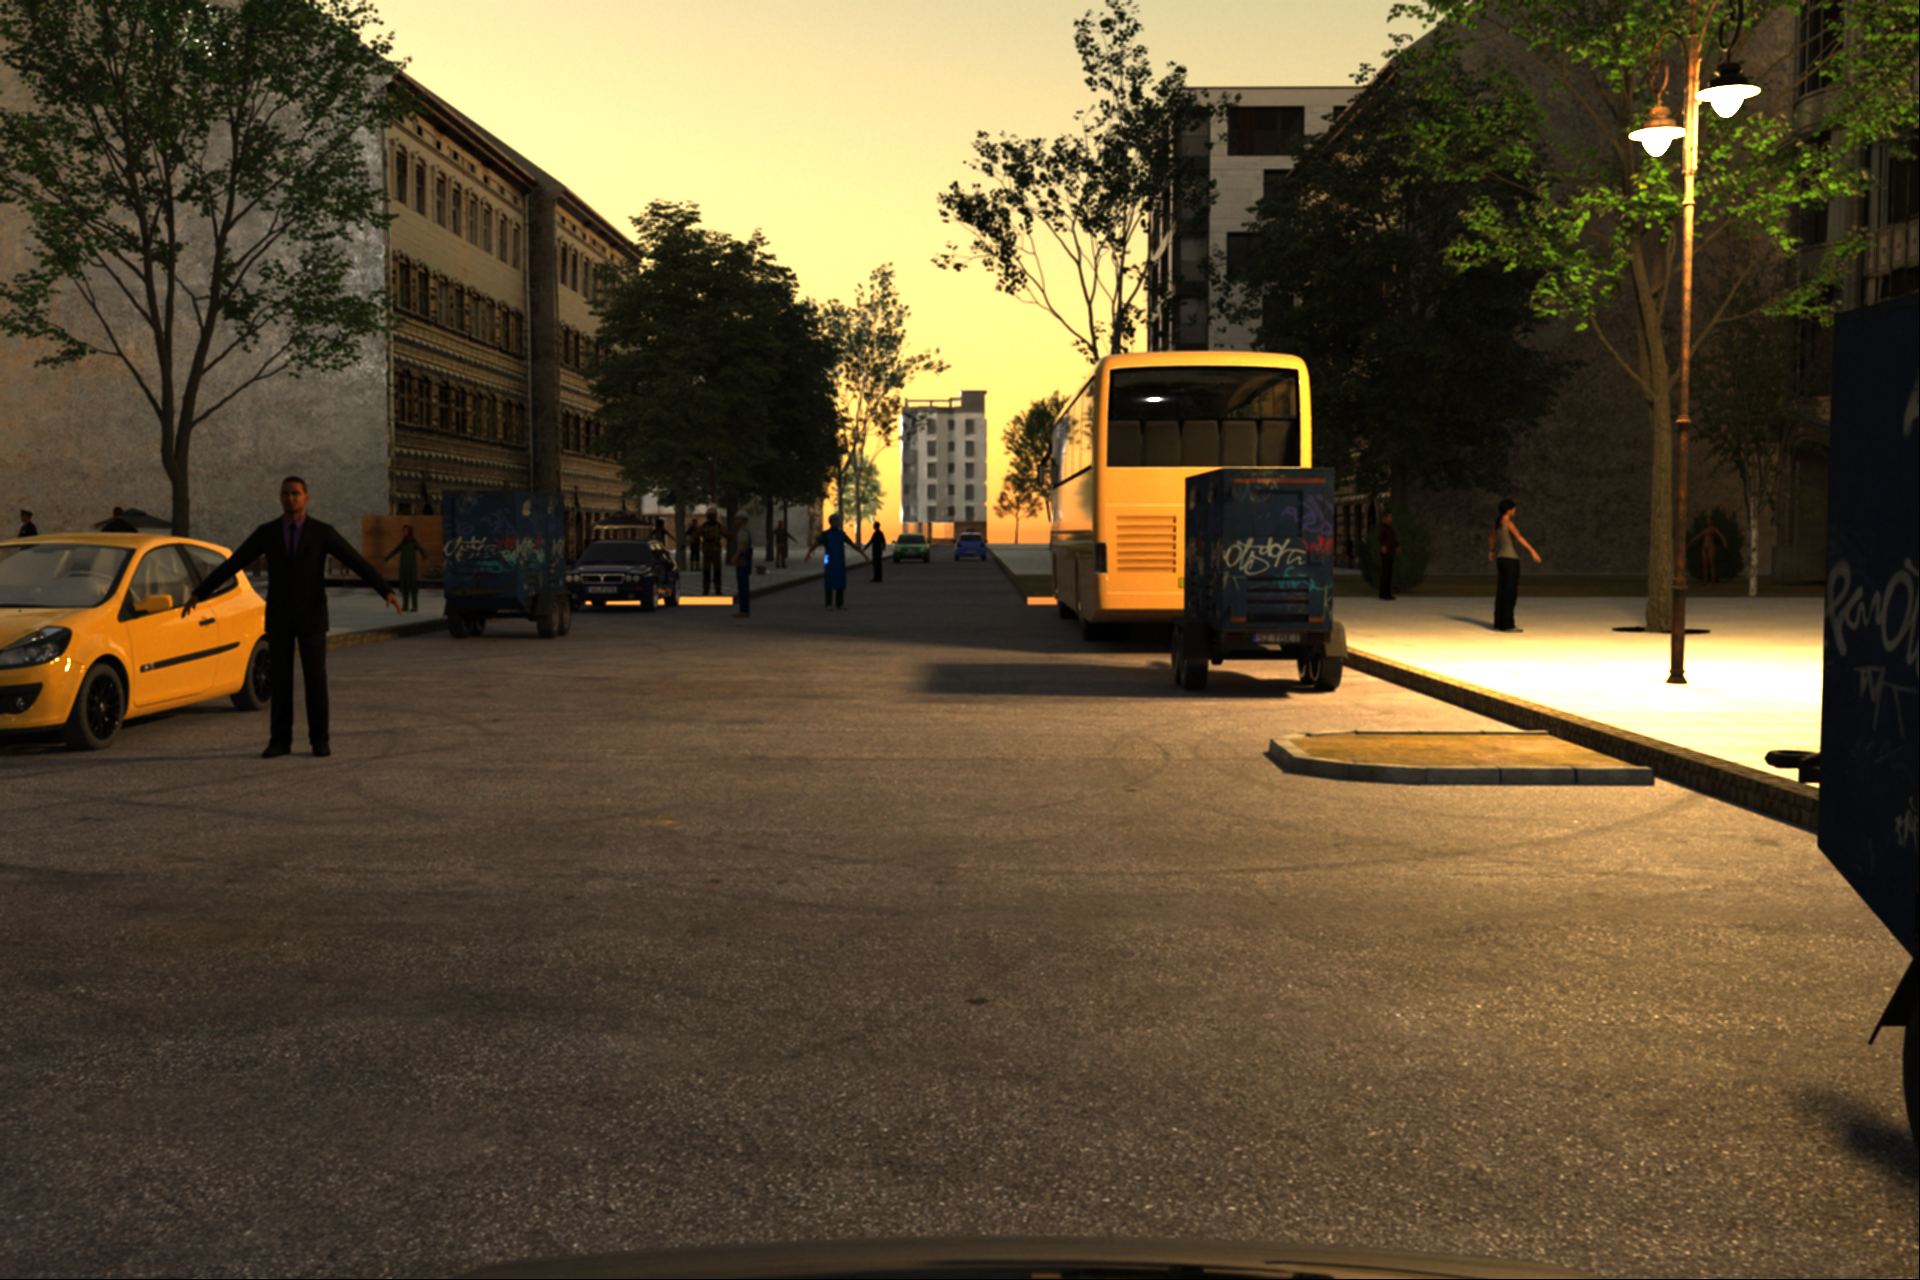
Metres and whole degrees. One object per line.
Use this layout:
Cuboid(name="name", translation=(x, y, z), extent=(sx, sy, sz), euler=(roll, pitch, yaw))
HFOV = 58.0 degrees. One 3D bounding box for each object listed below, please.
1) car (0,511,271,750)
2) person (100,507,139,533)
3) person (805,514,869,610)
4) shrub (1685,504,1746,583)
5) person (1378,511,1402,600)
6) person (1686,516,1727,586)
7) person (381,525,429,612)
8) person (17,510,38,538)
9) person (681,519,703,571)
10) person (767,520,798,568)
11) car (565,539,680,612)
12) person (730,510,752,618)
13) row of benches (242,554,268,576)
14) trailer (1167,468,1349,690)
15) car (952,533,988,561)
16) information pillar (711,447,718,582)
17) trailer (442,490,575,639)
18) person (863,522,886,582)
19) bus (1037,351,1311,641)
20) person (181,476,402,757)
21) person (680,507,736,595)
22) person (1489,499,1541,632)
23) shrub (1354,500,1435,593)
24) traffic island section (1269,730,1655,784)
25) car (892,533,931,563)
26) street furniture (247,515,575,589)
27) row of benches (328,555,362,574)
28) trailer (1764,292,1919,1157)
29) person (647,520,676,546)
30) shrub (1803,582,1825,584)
Cuboid(name="car", translation=(-6.509, -0.151, 12.696), extent=(2.015, 1.641, 3.980), euler=(0, 4, 1))
Cuboid(name="person", translation=(-16.089, -1.646, 33.128), extent=(1.348, 1.803, 0.705), euler=(-3, 5, -42))
Cuboid(name="person", translation=(-2.352, -1.475, 32.704), extent=(1.347, 1.817, 0.704), euler=(-2, 4, -32))
Cuboid(name="shrub", translation=(19.873, -2.542, 45.610), extent=(1.661, 2.075, 1.752), euler=(0, 3, 0))
Cuboid(name="person", translation=(8.375, -1.643, 33.674), extent=(0.721, 1.729, 1.215), euler=(2, 4, 28))
Cuboid(name="person", translation=(18.516, -2.210, 42.931), extent=(0.721, 1.733, 1.217), euler=(-2, 4, -26))
Cuboid(name="person", translation=(-9.175, -1.191, 28.680), extent=(0.989, 1.438, 0.599), euler=(2, 4, 24))
Cuboid(name="person", translation=(-21.337, -2.057, 39.572), extent=(1.347, 1.837, 0.705), euler=(3, 4, 38))
Cuboid(name="person", translation=(-9.136, -3.286, 59.861), extent=(0.704, 1.812, 1.346), euler=(3, 5, 44))
Cuboid(name="person", translation=(-6.748, -3.611, 65.305), extent=(1.348, 1.796, 0.705), euler=(-3, 4, -38))
Cuboid(name="car", translation=(-6.478, -1.263, 33.222), extent=(1.945, 1.354, 3.894), euler=(0, 3, 0))
Cuboid(name="person", translation=(-3.778, -1.320, 29.888), extent=(0.705, 1.847, 1.347), euler=(0, 4, -2))
Cuboid(name="row of benches", translation=(-21.456, -2.199, 51.414), extent=(1.422, 0.672, 4.104), euler=(1, 4, 20))
Cuboid(name="trailer", translation=(2.758, -0.602, 16.899), extent=(1.471, 1.999, 3.904), euler=(0, 4, 0))
Cuboid(name="car", translation=(0.559, -5.184, 94.344), extent=(1.945, 1.707, 3.694), euler=(0, 4, -1))
Cuboid(name="information pillar", translation=(-6.603, -3.379, 46.606), extent=(0.183, 3.616, 0.504), euler=(0, 4, 2))
Cuboid(name="trailer", translation=(-6.259, -0.996, 23.337), extent=(1.471, 1.999, 3.904), euler=(0, 4, 1))
Cuboid(name="person", translation=(-2.501, -2.632, 51.712), extent=(0.704, 1.802, 1.346), euler=(2, 4, 25))
Cuboid(name="bus", translation=(2.843, -2.112, 26.079), extent=(2.896, 3.916, 12.252), euler=(0, 4, 0))
Cuboid(name="person", translation=(-4.296, -0.154, 11.200), extent=(1.346, 1.802, 0.704), euler=(-1, 4, -10))
Cuboid(name="person", translation=(-5.235, -1.883, 36.563), extent=(1.354, 1.858, 0.705), euler=(-1, 4, -13))
Cuboid(name="person", translation=(7.266, -0.976, 22.773), extent=(0.721, 1.737, 1.217), euler=(-1, 4, -11))
Cuboid(name="shrub", translation=(9.419, -2.027, 37.566), extent=(1.690, 2.028, 1.600), euler=(0, 3, 0))
Cuboid(name="traffic island section", translation=(3.006, 0.730, 10.930), extent=(1.991, 0.108, 1.994), euler=(0, 4, 1))
Cuboid(name="car", translation=(-2.434, -4.793, 87.168), extent=(1.959, 1.807, 4.718), euler=(0, 4, 0))
Cuboid(name="street furniture", translation=(-11.964, -2.282, 44.168), extent=(9.812, 1.723, 11.010), euler=(2, 4, 29))
Cuboid(name="row of benches", translation=(-18.706, -2.359, 54.035), extent=(1.422, 0.672, 4.104), euler=(-3, 5, -40))
Cuboid(name="trailer", translation=(2.742, 0.197, 3.821), extent=(1.471, 1.999, 3.904), euler=(0, 3, 0))
Cuboid(name="person", translation=(-11.459, -3.681, 66.329), extent=(1.345, 1.843, 0.704), euler=(1, 4, 13))
Cuboid(name="shrub", translation=(22.326, -2.508, 45.052), extent=(1.661, 2.075, 1.752), euler=(0, 3, 0))
